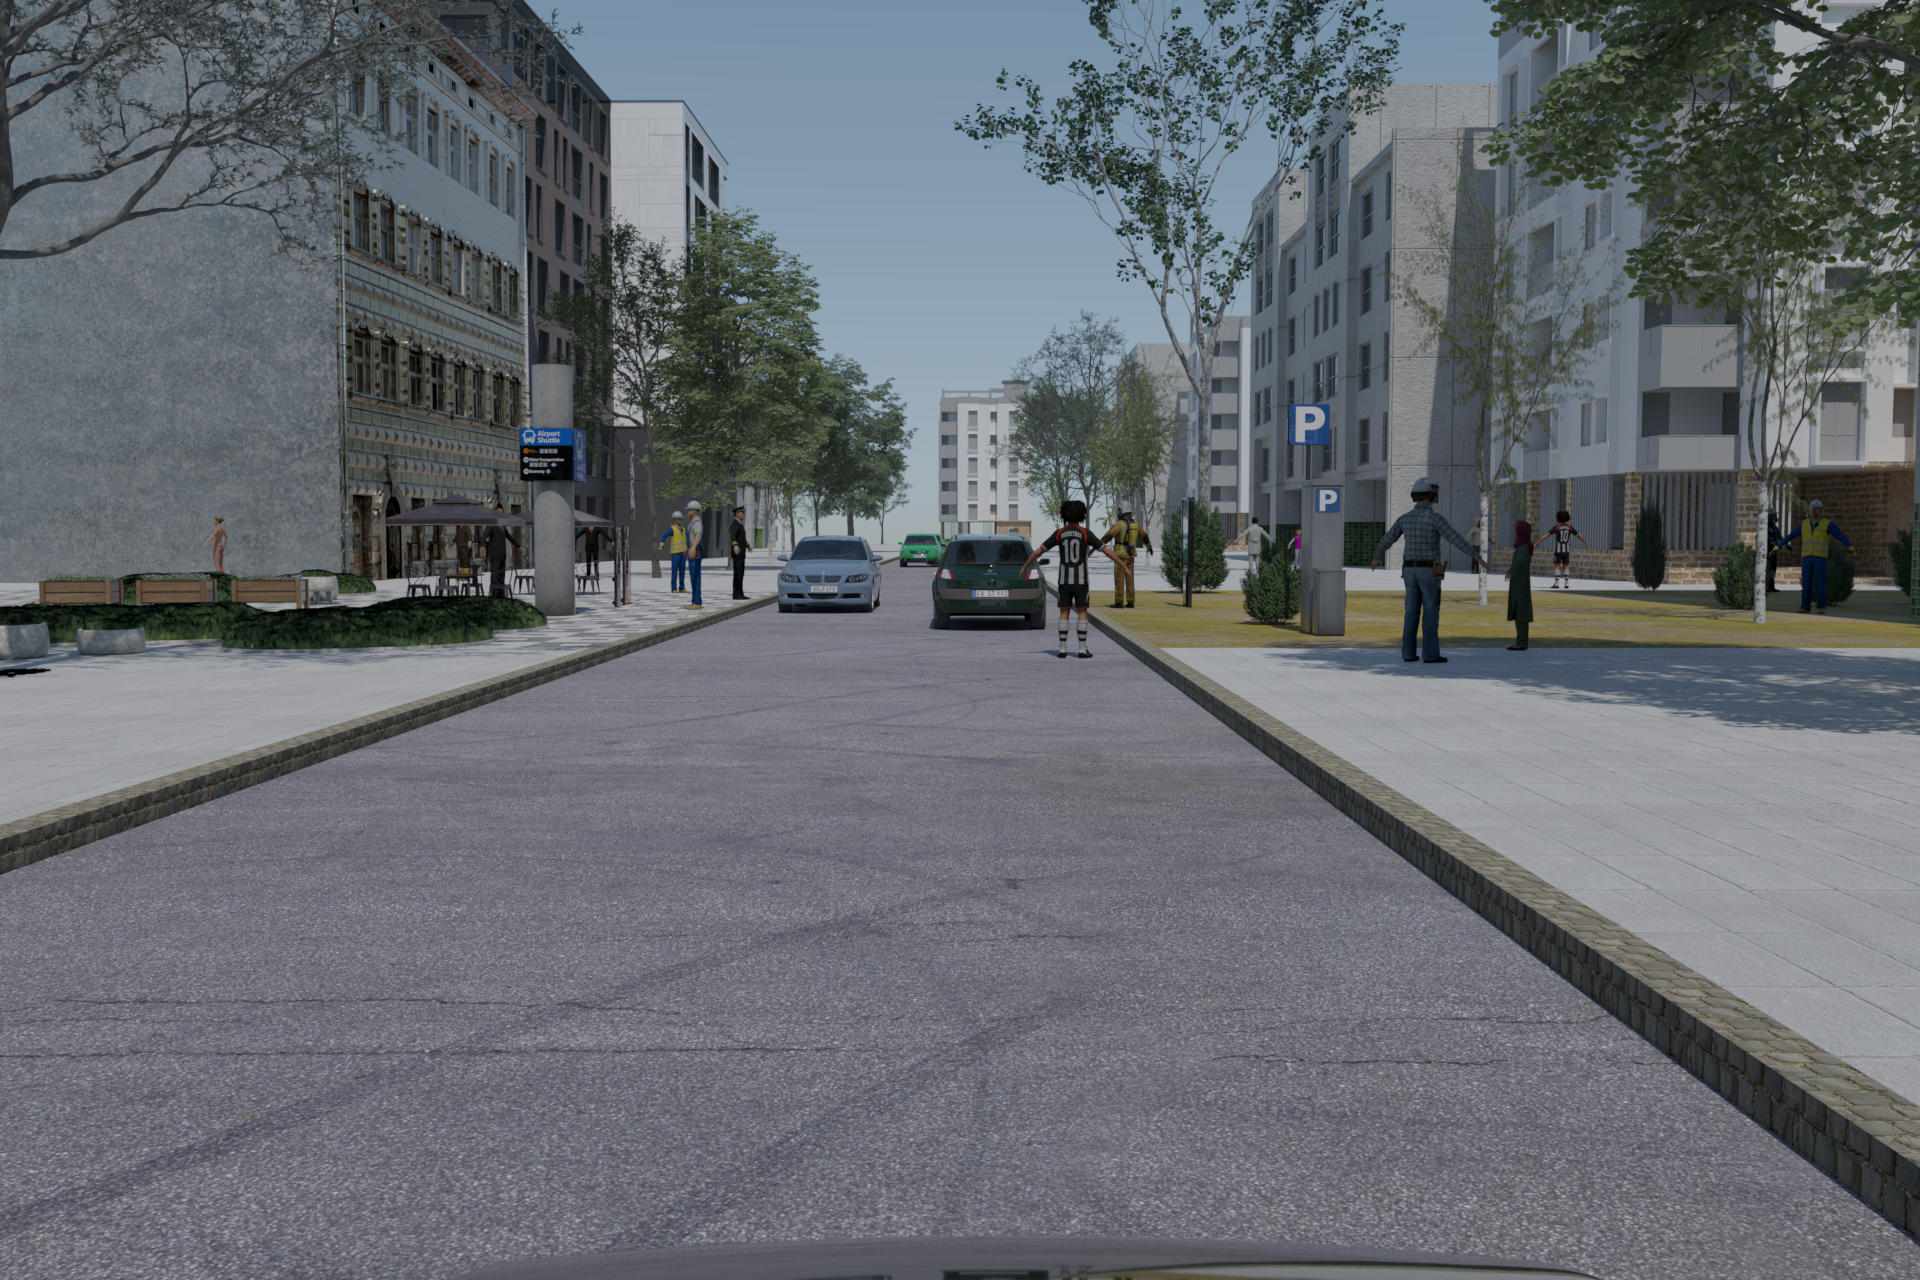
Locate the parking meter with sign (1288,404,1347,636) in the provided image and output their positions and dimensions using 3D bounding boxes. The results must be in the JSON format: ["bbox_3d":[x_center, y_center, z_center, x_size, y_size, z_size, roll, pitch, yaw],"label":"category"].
[{"bbox_3d":[4.679,-1.604,22.480,0.543,3.016,1.738,0,3,0],"label":"parking meter with sign"}]

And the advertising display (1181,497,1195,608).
[{"bbox_3d":[4.013,-1.548,30.523,0.123,1.923,0.974,0,4,1],"label":"advertising display"}]

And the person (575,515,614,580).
[{"bbox_3d":[-10.177,-2.550,47.882,1.347,1.806,0.705,0,4,-1],"label":"person"}]

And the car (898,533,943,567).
[{"bbox_3d":[-1.722,-4.126,76.257,1.959,1.807,4.718,0,4,0],"label":"car"}]

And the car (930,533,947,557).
[{"bbox_3d":[-1.638,-4.953,89.779,1.959,1.807,4.718,0,4,0],"label":"car"}]

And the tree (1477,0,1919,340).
[{"bbox_3d":[7.352,-5.731,11.835,7.486,12.596,7.792,0,3,0],"label":"tree"}]

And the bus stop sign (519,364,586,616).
[{"bbox_3d":[-6.373,-2.334,27.169,0.837,3.901,0.837,0,4,1],"label":"bus stop sign"}]

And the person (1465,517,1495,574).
[{"bbox_3d":[16.573,-3.014,55.413,1.348,1.813,0.705,-2,4,-33],"label":"person"}]

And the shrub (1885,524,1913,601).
[{"bbox_3d":[17.948,-1.695,31.755,1.661,2.075,1.752,0,3,0],"label":"shrub"}]

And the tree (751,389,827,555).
[{"bbox_3d":[-8.386,-8.022,81.517,4.360,8.622,3.978,0,3,0],"label":"tree"}]

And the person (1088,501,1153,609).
[{"bbox_3d":[2.829,-1.479,29.944,1.354,1.858,0.705,-2,4,-30],"label":"person"}]

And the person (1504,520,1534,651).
[{"bbox_3d":[6.149,-0.609,19.172,0.599,1.438,0.989,2,4,26],"label":"person"}]

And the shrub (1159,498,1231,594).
[{"bbox_3d":[5.079,-2.042,37.426,1.661,2.075,1.752,0,3,0],"label":"shrub"}]

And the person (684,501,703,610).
[{"bbox_3d":[-4.541,-1.444,29.470,0.705,1.847,1.347,-1,4,-13],"label":"person"}]

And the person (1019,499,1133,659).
[{"bbox_3d":[1.318,-0.697,20.004,1.345,1.843,0.704,1,4,14],"label":"person"}]

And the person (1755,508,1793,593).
[{"bbox_3d":[17.838,-1.976,38.091,1.354,1.856,0.705,-2,4,-35],"label":"person"}]

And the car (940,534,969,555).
[{"bbox_3d":[0.332,-3.134,63.042,2.131,1.459,4.920,0,4,0],"label":"car"}]

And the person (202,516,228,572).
[{"bbox_3d":[-18.940,-2.279,44.069,0.721,1.733,1.217,0,4,2],"label":"person"}]

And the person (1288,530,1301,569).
[{"bbox_3d":[11.550,-3.036,58.897,0.991,1.433,0.599,-2,4,-25],"label":"person"}]

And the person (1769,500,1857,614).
[{"bbox_3d":[13.784,-1.345,27.952,0.705,1.833,1.349,-3,5,-44],"label":"person"}]

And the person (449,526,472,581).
[{"bbox_3d":[-13.639,-2.528,47.475,0.704,1.812,1.346,-3,5,-39],"label":"person"}]

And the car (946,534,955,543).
[{"bbox_3d":[0.019,-6.909,122.749,2.009,1.686,4.222,0,3,0],"label":"car"}]

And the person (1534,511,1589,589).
[{"bbox_3d":[14.124,-2.112,40.667,1.345,1.843,0.704,0,4,0],"label":"person"}]

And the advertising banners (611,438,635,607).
[{"bbox_3d":[-6.040,-2.142,31.209,0.090,3.025,2.074,0,3,0],"label":"advertising banners"}]

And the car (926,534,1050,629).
[{"bbox_3d":[0.449,-1.077,27.400,2.009,1.686,4.222,0,3,0],"label":"car"}]

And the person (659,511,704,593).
[{"bbox_3d":[-6.046,-1.898,37.490,0.721,1.772,1.216,3,5,40],"label":"person"}]

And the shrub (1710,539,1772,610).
[{"bbox_3d":[13.255,-1.119,29.411,1.383,1.207,1.383,0,3,0],"label":"shrub"}]

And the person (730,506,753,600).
[{"bbox_3d":[-4.302,-1.710,33.893,0.705,1.837,1.347,0,4,5],"label":"person"}]

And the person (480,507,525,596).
[{"bbox_3d":[-8.844,-1.653,33.252,0.704,1.802,1.346,1,4,21],"label":"person"}]

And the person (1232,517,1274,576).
[{"bbox_3d":[9.073,-2.890,53.446,1.347,1.806,0.705,0,4,-8],"label":"person"}]

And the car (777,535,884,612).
[{"bbox_3d":[-2.448,-1.295,33.175,2.014,1.417,4.499,0,4,0],"label":"car"}]

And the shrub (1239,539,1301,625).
[{"bbox_3d":[4.429,-0.820,24.520,1.383,1.207,1.383,0,3,0],"label":"shrub"}]

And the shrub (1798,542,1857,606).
[{"bbox_3d":[15.480,-1.210,30.905,1.383,1.207,1.383,0,3,0],"label":"shrub"}]

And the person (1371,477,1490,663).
[{"bbox_3d":[4.650,-0.703,17.331,0.704,1.849,1.345,-3,5,-42],"label":"person"}]
